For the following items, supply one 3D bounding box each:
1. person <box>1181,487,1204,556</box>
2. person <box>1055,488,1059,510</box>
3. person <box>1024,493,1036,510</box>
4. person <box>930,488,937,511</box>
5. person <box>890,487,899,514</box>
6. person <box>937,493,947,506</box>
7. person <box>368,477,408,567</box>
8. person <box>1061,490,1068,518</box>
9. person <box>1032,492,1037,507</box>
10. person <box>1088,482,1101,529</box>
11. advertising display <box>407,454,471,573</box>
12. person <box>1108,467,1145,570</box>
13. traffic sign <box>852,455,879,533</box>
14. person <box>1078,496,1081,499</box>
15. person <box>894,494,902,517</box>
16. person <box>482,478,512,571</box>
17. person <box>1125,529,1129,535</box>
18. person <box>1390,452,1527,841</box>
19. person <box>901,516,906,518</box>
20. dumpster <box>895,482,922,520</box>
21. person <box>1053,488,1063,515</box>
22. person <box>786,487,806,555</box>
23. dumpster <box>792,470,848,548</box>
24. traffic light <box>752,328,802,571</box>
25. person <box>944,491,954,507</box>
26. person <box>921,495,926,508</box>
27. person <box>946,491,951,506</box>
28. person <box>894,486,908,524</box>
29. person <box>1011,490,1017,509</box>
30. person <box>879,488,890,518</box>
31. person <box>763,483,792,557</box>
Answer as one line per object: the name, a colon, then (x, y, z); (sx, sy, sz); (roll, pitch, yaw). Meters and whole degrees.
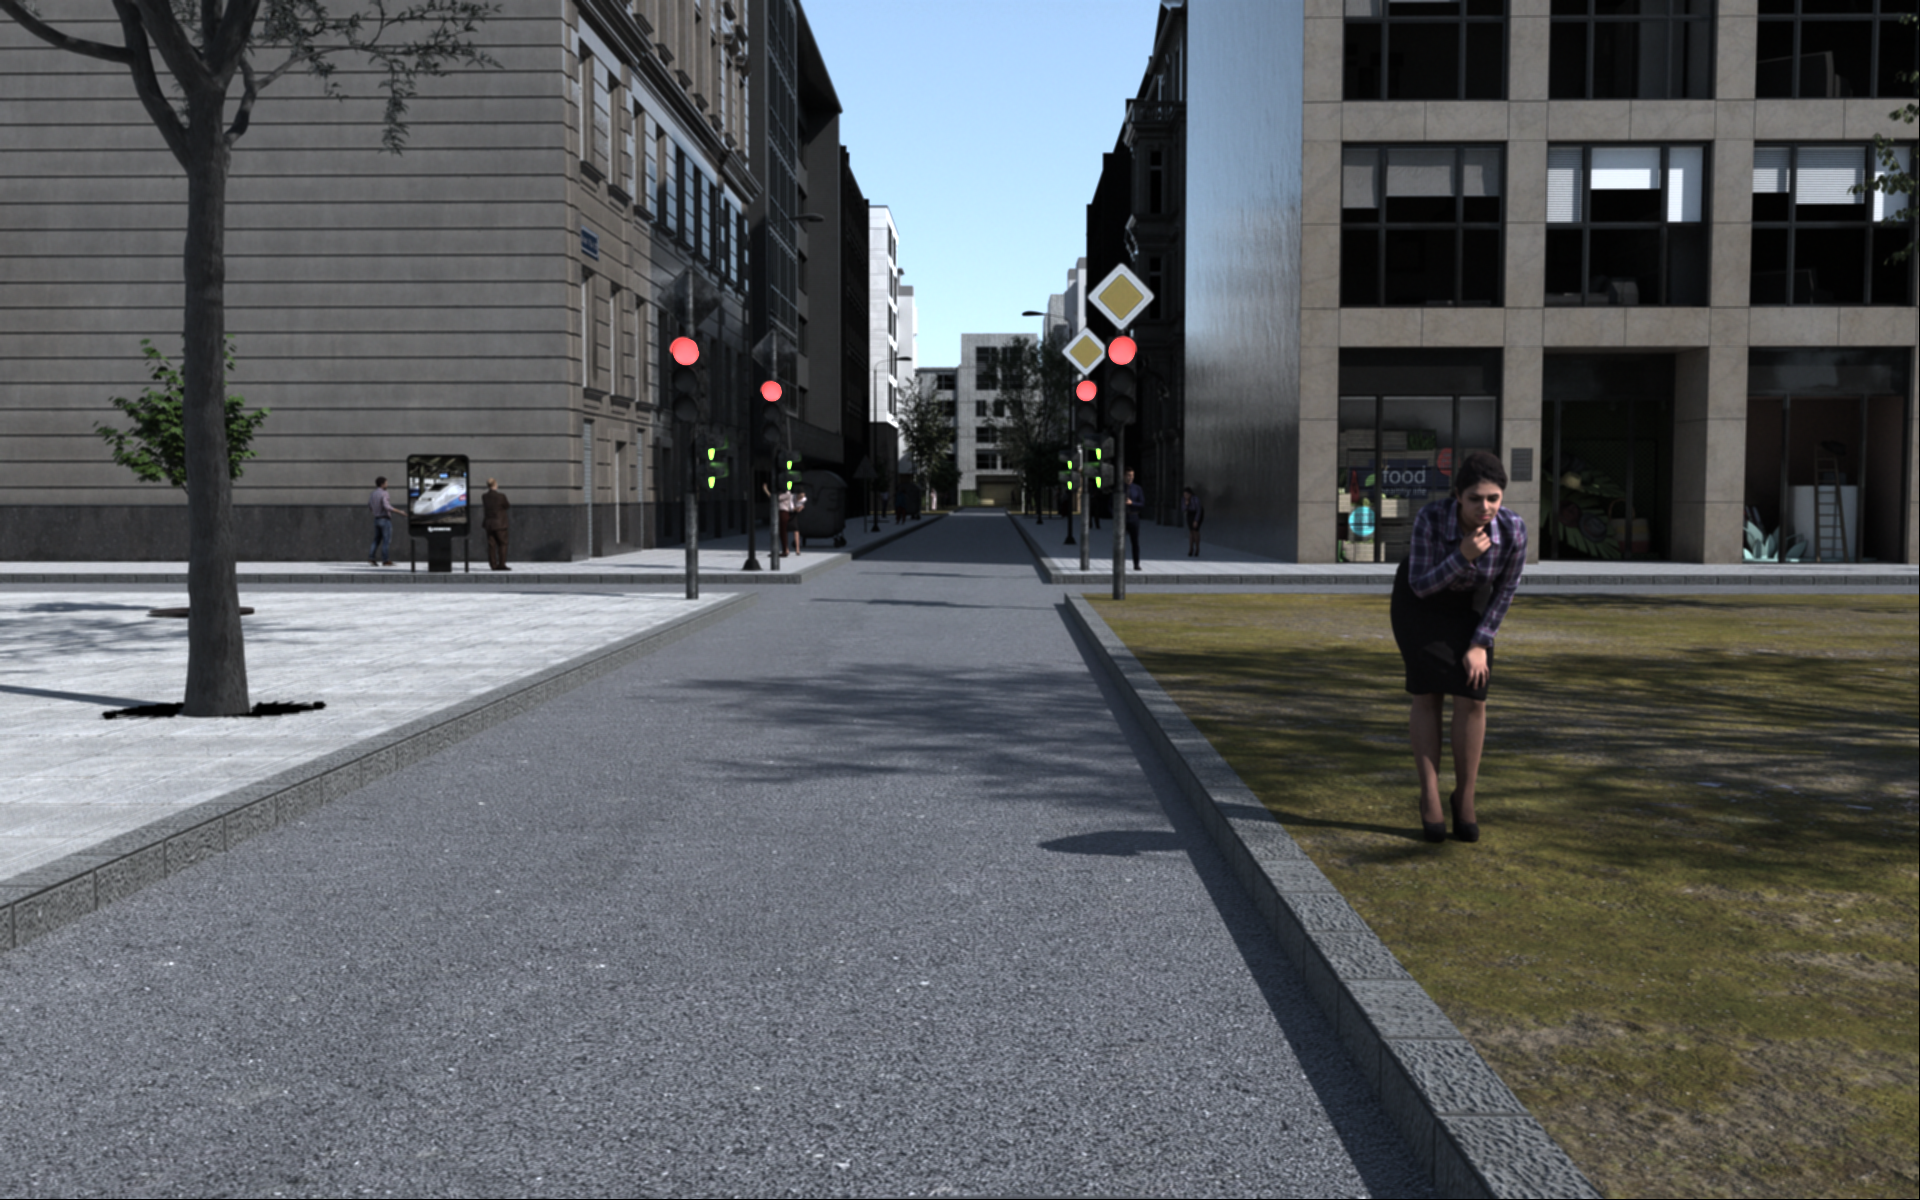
person: (4.767, -1.607, 35.545); (0.421, 1.427, 0.697); (2, 4, 30)
person: (8.018, -8.297, 141.630); (0.705, 1.831, 1.348); (1, 4, 19)
person: (5.411, -7.866, 135.205); (0.990, 1.755, 0.434); (1, 4, 17)
person: (-2.024, -7.542, 130.017); (0.551, 1.740, 0.621); (0, 4, -3)
person: (-4.136, -6.402, 111.438); (0.721, 1.735, 1.217); (2, 4, 34)
person: (-1.857, -10.565, 179.491); (1.217, 1.736, 0.721); (-3, 4, -37)
person: (-10.217, -1.387, 30.679); (0.963, 1.587, 0.435); (2, 4, 31)
person: (5.772, -5.257, 94.464); (0.523, 1.526, 0.387); (-1, 4, -12)
person: (7.589, -10.248, 173.622); (0.705, 1.821, 1.348); (2, 4, 31)
person: (4.942, -3.514, 64.182); (0.565, 1.739, 0.600); (-2, 4, -30)
advertising display: (-8.484, -1.407, 28.217); (0.974, 1.923, 0.123); (0, 4, -8)
person: (2.807, -1.367, 29.100); (0.576, 1.737, 0.504); (0, 4, -6)
traffic sign: (-3.138, -3.515, 57.470); (0.884, 2.594, 0.081); (0, 4, 8)
person: (8.209, -6.445, 111.427); (1.348, 1.824, 0.705); (-2, 4, -26)
person: (-3.510, -5.467, 97.696); (0.482, 1.546, 0.388); (2, 4, 24)
person: (-7.788, -1.268, 29.041); (0.482, 1.546, 0.388); (1, 4, 18)
person: (5.166, -2.852, 54.884); (0.569, 1.553, 0.471); (-1, 4, -21)
person: (1.820, 0.181, 6.313); (0.421, 1.427, 0.697); (0, 3, 0)
person: (-3.142, -5.368, 94.626); (0.431, 1.722, 0.655); (0, 4, -3)
dumpster: (-2.569, -4.894, 85.767); (1.264, 1.857, 1.865); (0, 4, 1)
person: (6.125, -6.174, 107.707); (0.721, 1.735, 1.217); (-2, 4, -26)
person: (-3.478, -1.663, 36.414); (0.799, 1.438, 0.628); (2, 4, 25)
dumpster: (-3.398, -2.200, 41.734); (1.264, 1.857, 1.865); (0, 4, 1)
traffic light: (-3.090, -2.431, 28.995); (0.839, 4.213, 0.868); (0, 4, 1)
person: (-1.130, -10.443, 177.501); (1.217, 1.735, 0.721); (0, 4, -1)
person: (-3.596, -9.001, 156.466); (1.065, 1.426, 0.557); (-1, 4, -19)
person: (-1.276, -10.655, 180.942); (0.721, 1.739, 1.217); (2, 4, 32)
person: (-2.496, -4.021, 73.487); (0.444, 1.614, 0.593); (-3, 4, -36)
person: (4.799, -8.919, 153.336); (0.593, 1.643, 0.415); (0, 4, 1)
person: (-4.044, -5.342, 94.317); (0.756, 1.711, 0.436); (-3, 4, -39)
person: (-3.711, -1.692, 35.168); (0.566, 1.644, 0.517); (1, 4, 22)
